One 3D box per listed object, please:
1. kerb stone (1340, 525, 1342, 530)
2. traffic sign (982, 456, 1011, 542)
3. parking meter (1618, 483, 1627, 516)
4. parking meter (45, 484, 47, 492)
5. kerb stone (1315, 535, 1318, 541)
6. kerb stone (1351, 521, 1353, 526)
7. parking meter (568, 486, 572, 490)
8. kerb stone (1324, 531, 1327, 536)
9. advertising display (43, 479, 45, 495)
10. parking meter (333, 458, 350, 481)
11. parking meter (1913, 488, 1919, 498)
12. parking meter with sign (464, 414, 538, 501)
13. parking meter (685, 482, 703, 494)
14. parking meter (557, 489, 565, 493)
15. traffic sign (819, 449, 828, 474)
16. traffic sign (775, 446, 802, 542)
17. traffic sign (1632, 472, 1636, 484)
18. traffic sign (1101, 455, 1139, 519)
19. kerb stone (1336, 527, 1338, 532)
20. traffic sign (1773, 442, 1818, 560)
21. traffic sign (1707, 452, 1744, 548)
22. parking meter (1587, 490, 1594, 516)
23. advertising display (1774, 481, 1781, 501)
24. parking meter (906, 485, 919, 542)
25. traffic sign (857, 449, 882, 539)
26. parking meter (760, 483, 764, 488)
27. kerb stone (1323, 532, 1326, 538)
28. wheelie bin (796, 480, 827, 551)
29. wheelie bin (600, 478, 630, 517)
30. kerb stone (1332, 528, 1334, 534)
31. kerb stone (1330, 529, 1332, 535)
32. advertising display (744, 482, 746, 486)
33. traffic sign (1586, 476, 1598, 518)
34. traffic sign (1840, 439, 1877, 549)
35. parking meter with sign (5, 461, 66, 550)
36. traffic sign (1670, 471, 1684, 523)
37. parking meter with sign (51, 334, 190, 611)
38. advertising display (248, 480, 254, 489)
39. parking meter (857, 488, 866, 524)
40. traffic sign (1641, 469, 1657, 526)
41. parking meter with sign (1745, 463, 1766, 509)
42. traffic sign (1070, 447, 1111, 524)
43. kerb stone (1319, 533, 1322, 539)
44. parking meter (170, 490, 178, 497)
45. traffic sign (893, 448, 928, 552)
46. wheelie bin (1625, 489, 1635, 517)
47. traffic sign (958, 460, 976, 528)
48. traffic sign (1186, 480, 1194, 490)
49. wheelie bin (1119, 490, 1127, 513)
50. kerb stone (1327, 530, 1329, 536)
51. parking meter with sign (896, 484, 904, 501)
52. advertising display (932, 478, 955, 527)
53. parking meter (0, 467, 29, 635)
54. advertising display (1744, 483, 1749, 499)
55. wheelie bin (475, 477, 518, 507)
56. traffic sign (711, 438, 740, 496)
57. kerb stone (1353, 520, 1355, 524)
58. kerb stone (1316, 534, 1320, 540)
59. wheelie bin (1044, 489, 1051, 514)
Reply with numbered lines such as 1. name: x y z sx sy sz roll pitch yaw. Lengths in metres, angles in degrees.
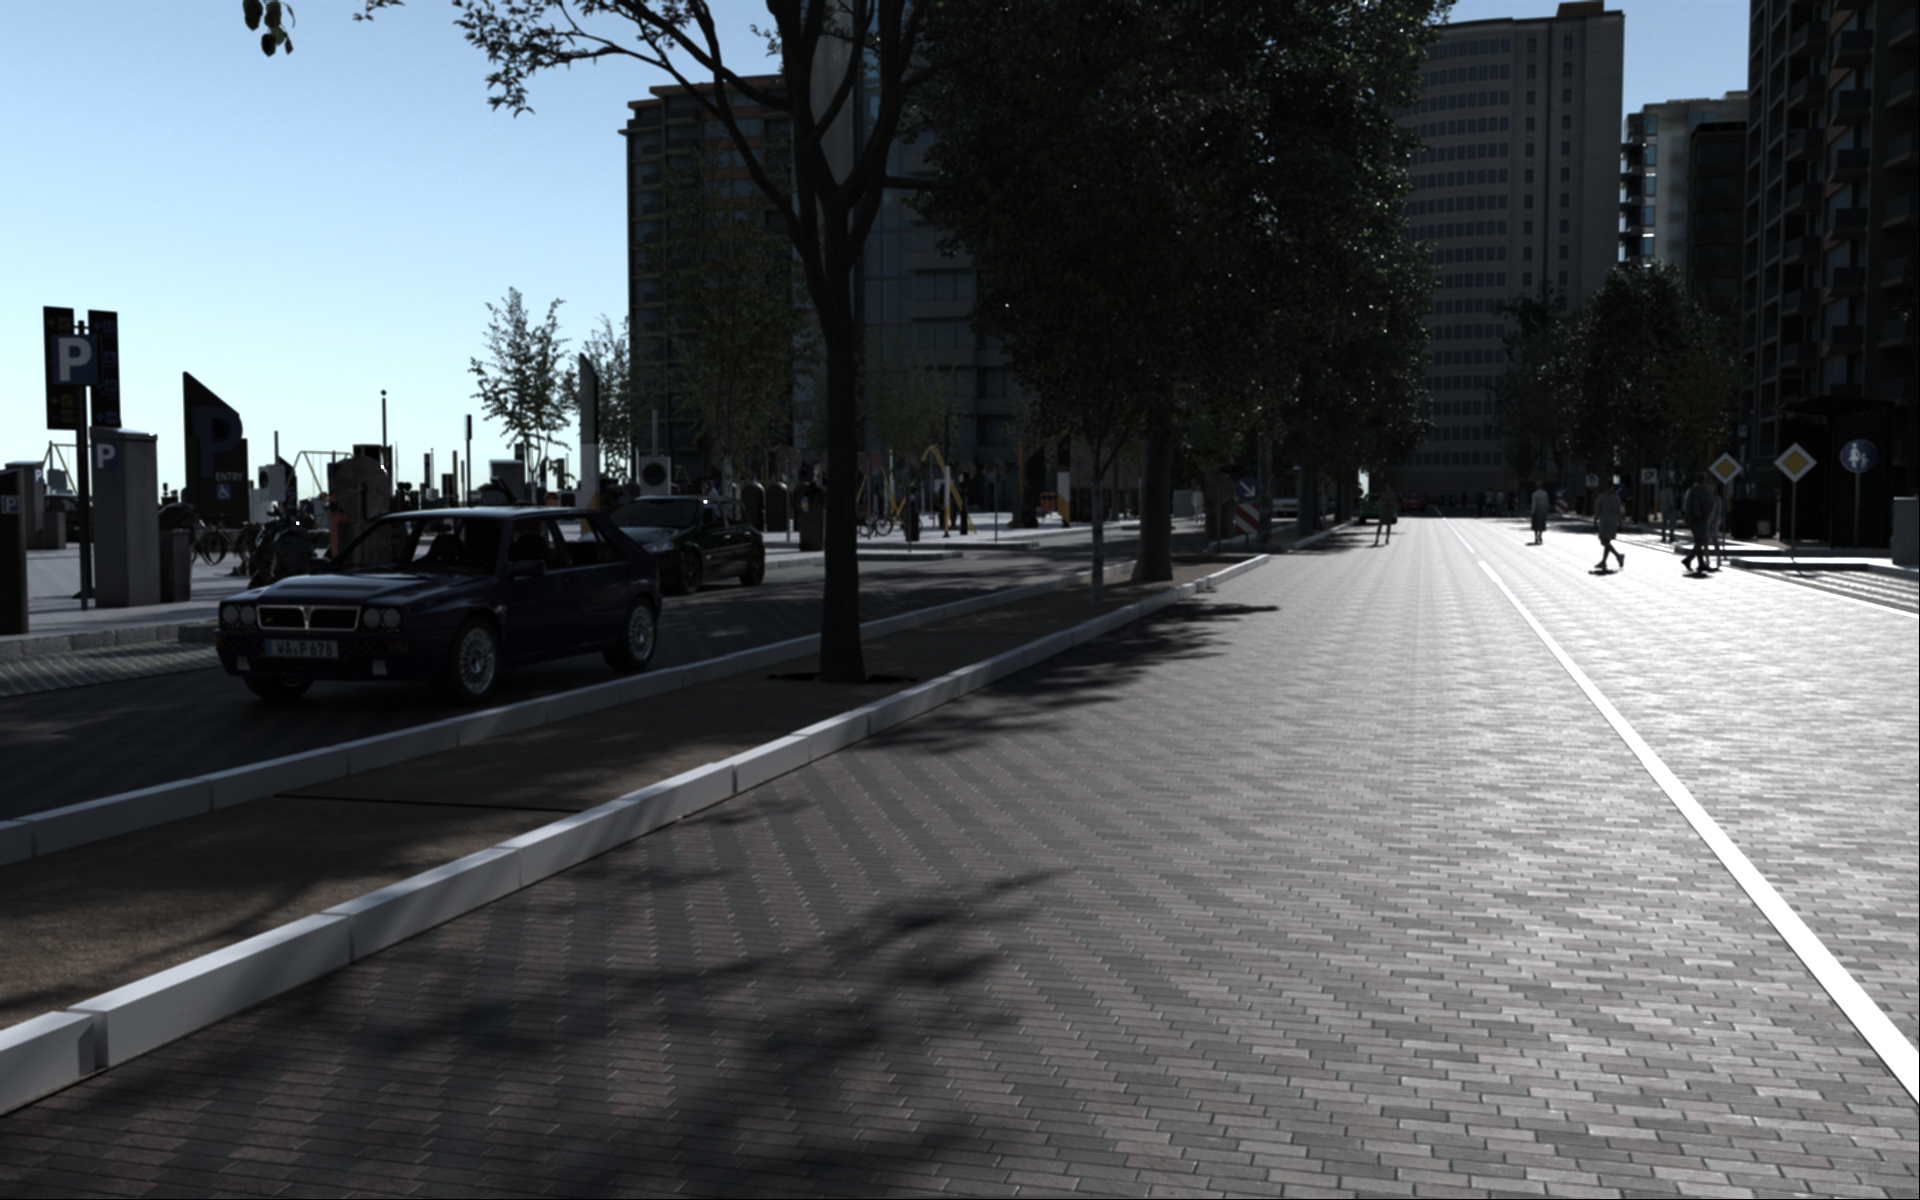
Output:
1. kerb stone: 14.511 -2.716 66.700 0.120 0.150 1.000 1 4 15
2. traffic sign: 0.961 -2.581 45.842 0.795 2.450 0.064 1 4 15
3. parking meter: 36.301 -5.459 94.963 0.255 1.863 0.399 -2 4 -32
4. parking meter: -52.253 -5.690 98.747 0.399 1.863 0.255 1 4 22
5. kerb stone: 10.543 -1.813 51.838 0.120 0.150 1.000 1 4 15
6. kerb stone: 17.179 -3.329 76.629 0.120 0.150 1.000 1 4 15
7. parking meter: -28.071 -7.280 124.742 0.255 1.863 0.399 0 4 -6
8. kerb stone: 11.863 -2.112 56.796 0.120 0.150 1.000 1 4 15
9. advertising display: -38.156 -4.039 71.258 0.123 1.923 0.974 3 4 39
10. parking meter: -9.967 -1.372 28.151 0.255 1.863 0.399 1 4 9
11. parking meter: 39.642 -3.870 71.683 0.372 1.533 0.369 0 3 0
12. parking meter with sign: -10.042 -2.579 38.422 1.738 3.016 0.543 -1 4 -23
13. parking meter: -5.488 -1.675 35.800 0.372 1.533 0.369 0 3 0
14. parking meter: -20.065 -4.818 87.183 0.372 1.533 0.369 0 3 0
15. traffic sign: -3.516 -2.886 47.299 0.768 2.556 0.104 1 4 22
16. traffic sign: -4.584 -2.819 46.194 0.768 2.556 0.104 1 4 19
17. traffic sign: 37.773 -5.890 96.402 0.768 2.556 0.104 1 4 19
18. traffic sign: 8.067 -5.766 88.139 2.265 3.308 0.079 1 4 19
19. kerb stone: 13.718 -2.540 63.731 0.120 0.150 1.000 1 4 15
20. traffic sign: 16.131 -1.827 33.511 0.795 2.450 0.064 1 4 15
21. traffic sign: 18.196 -2.299 41.226 0.795 2.450 0.064 1 4 15
22. parking meter: 36.731 -5.659 100.933 0.372 1.533 0.369 0 3 0
23. advertising display: 42.079 -5.089 88.420 0.974 1.923 0.123 3 5 45
24. parking meter: -1.287 -2.355 46.909 0.372 1.533 0.369 0 3 0
25. traffic sign: -2.569 -2.985 48.915 0.768 2.556 0.104 1 4 18
26. parking meter: -10.446 -5.185 90.490 0.399 1.863 0.255 2 4 25
27. kerb stone: 11.606 -2.055 55.798 0.120 0.150 1.000 1 4 15
28. wheelie bin: -3.292 -1.903 39.017 0.693 1.594 0.980 0 4 5
29. wheelie bin: -6.924 -1.604 34.129 0.693 1.594 0.980 2 4 33
30. kerb stone: 12.929 -2.358 60.755 0.120 0.150 1.000 1 4 15
31. kerb stone: 12.660 -2.297 59.766 0.120 0.150 1.000 1 4 15
32. advertising display: -11.453 -5.401 93.523 0.123 1.923 0.974 0 4 8
33. traffic sign: 34.346 -5.628 94.146 0.606 2.300 0.079 1 4 20
34. traffic sign: 20.910 -2.462 40.353 0.768 2.556 0.104 1 4 23
35. parking meter with sign: -21.521 -2.666 39.853 1.738 3.016 0.543 0 4 4
36. traffic sign: 31.314 -4.498 75.672 0.606 2.300 0.079 2 4 24
37. parking meter with sign: -9.523 -1.440 19.807 0.543 3.016 1.738 1 4 9
38. advertising display: -33.296 -4.634 80.982 0.974 1.923 0.123 3 5 41
39. parking meter: -4.136 -3.916 72.433 0.372 1.533 0.369 0 3 0
40. traffic sign: 27.792 -4.146 69.910 0.606 2.300 0.079 1 4 16
41. parking meter with sign: 44.477 -6.129 96.473 1.738 3.016 0.543 -1 4 -15
42. traffic sign: 5.406 -4.950 74.799 2.265 3.308 0.079 1 4 17
43. kerb stone: 11.067 -1.928 53.826 0.120 0.150 1.000 1 4 15
44. parking meter: -44.208 -5.445 97.442 0.372 1.533 0.369 0 3 0
45. traffic sign: -1.103 -2.109 38.127 0.795 2.450 0.064 1 4 15
46. wheelie bin: 37.992 -5.554 98.718 0.980 1.594 0.693 1 4 13
47. traffic sign: 0.241 -3.961 64.862 0.768 2.556 0.104 2 4 25
48. traffic sign: 15.877 -7.297 119.306 0.884 2.594 0.081 1 4 17
49. wheelie bin: 11.110 -6.828 119.543 0.693 1.594 0.980 1 4 17
50. kerb stone: 12.128 -2.175 57.788 0.120 0.150 1.000 1 4 15
51. parking meter with sign: -4.078 -7.846 124.547 1.738 3.016 0.543 -3 5 -43
52. advertising display: -0.647 -3.858 68.289 0.974 1.923 0.123 -2 4 -26
53. parking meter: -8.755 -0.455 15.849 0.372 1.533 0.369 0 3 0
54. advertising display: 44.766 -5.661 97.765 0.123 1.923 0.974 -3 5 -41
55. wheelie bin: -8.421 -1.445 31.527 0.693 1.594 0.980 -2 4 -30
56. traffic sign: -5.374 -2.414 39.572 0.768 2.556 0.104 2 4 24
57. kerb stone: 17.709 -3.450 78.604 0.120 0.150 1.000 1 4 15
58. kerb stone: 10.803 -1.872 52.833 0.120 0.150 1.000 1 4 15
59. wheelie bin: 5.506 -6.323 111.282 0.980 1.594 0.693 1 4 20
